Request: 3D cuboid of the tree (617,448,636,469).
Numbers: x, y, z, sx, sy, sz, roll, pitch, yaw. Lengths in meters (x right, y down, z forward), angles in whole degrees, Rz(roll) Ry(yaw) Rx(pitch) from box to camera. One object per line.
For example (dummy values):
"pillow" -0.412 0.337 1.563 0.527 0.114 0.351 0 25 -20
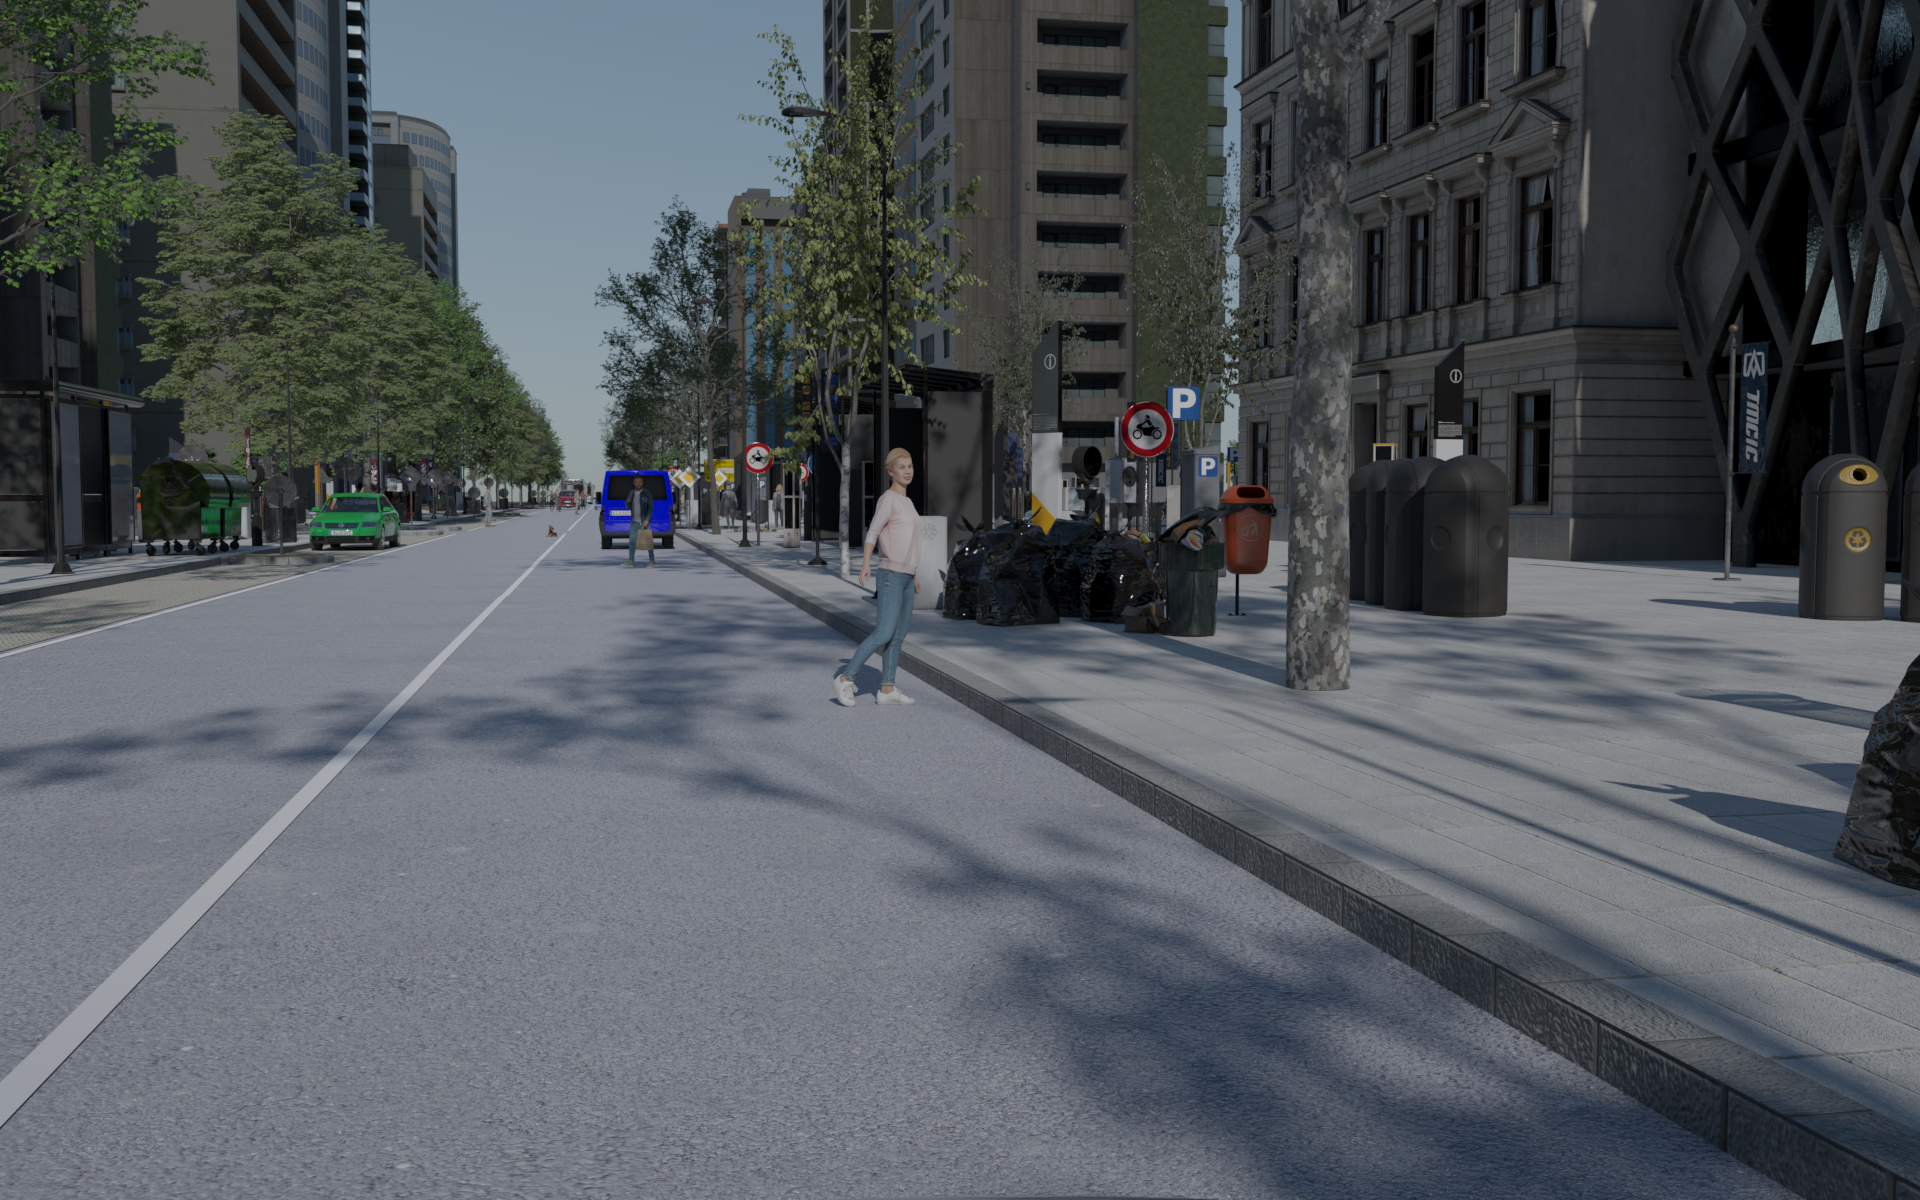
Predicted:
"tree" -35.395 -14.826 192.765 4.737 8.622 4.395 0 3 0

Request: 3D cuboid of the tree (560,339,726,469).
"tree" -22.019 -13.446 130.209 12.009 13.543 11.850 0 3 0

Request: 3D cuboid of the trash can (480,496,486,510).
"trash can" -37.344 -7.609 136.063 0.748 1.137 0.748 0 3 0

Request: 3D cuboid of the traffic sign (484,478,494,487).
"traffic sign" -36.771 -8.263 135.199 0.768 2.556 0.104 -1 4 -9

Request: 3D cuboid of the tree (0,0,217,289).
"tree" -13.221 -5.831 21.086 9.928 11.665 9.643 0 3 0

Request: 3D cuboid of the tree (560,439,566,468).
"tree" -61.551 -20.578 254.573 7.486 12.596 7.792 0 3 0

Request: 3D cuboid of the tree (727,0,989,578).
"tree" -1.689 -4.657 26.506 4.737 8.622 4.395 0 3 0

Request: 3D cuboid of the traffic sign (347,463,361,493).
"traffic sign" -23.909 -4.153 68.002 0.768 2.556 0.104 0 4 -6

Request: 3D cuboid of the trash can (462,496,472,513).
"trash can" -33.112 -6.414 116.525 0.748 1.137 0.748 0 3 0

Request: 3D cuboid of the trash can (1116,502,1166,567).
"trash can" 3.258 -1.159 30.606 0.748 1.137 0.748 0 3 0

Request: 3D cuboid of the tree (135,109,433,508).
"tree" -20.821 -8.205 52.286 7.486 12.596 7.792 0 3 0

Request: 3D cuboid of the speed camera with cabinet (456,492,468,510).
"speed camera with cabinet" -39.881 -8.756 137.497 2.038 3.252 0.660 1 4 20

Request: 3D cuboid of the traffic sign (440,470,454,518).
"traffic sign" -27.574 -5.688 93.097 0.768 2.556 0.104 -1 4 -10

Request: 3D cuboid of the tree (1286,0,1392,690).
"tree" 1.450 -9.409 9.719 12.611 20.169 13.585 0 3 0

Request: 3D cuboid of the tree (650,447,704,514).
"tree" -18.212 -7.812 111.440 4.285 4.588 4.351 0 3 0

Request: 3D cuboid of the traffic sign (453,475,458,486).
"traffic sign" -33.843 -7.054 115.443 0.768 2.556 0.104 -1 4 -10

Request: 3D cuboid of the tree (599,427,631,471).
"tree" -46.602 -19.474 244.147 9.928 11.665 9.643 0 3 0

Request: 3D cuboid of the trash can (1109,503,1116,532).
"trash can" 4.734 -2.576 53.764 0.748 1.137 0.748 0 3 0

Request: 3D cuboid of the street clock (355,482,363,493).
"street clock" -37.431 -6.320 107.895 0.358 2.002 0.471 2 4 28

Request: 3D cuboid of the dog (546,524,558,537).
"dog" -13.742 -2.315 58.051 0.550 0.427 0.748 0 4 8

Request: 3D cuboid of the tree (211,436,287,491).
"tree" -38.481 -6.816 95.152 4.285 4.588 4.351 0 3 0

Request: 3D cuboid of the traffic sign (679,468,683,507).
"traffic sign" -13.842 -5.209 85.269 0.768 2.556 0.104 0 4 -4

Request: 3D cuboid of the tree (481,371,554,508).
"tree" -40.902 -14.462 154.575 7.486 12.596 7.792 0 3 0

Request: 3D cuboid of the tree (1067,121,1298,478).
"tree" 5.057 -5.196 35.325 4.360 8.622 3.978 0 3 0

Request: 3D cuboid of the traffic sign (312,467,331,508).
"traffic sign" -30.567 -5.074 82.962 0.884 2.594 0.081 0 4 -4

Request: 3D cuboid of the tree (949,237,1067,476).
"tree" 1.918 -6.025 48.873 4.360 8.622 3.978 0 3 0

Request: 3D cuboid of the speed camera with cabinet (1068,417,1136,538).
"speed camera with cabinet" 3.640 -3.033 43.931 2.038 3.252 0.660 -3 5 -42

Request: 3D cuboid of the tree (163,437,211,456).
"tree" -44.527 -7.142 100.477 4.285 4.588 4.351 0 3 0

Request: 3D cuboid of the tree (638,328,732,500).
"tree" -11.717 -7.561 73.989 4.360 8.622 3.978 0 3 0

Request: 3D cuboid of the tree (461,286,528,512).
"tree" -25.647 -9.563 82.107 9.928 11.665 9.643 0 3 0

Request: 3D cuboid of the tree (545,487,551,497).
"tree" -65.577 -19.859 275.048 4.737 8.622 4.395 0 3 0

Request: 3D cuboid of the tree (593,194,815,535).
"tree" -8.050 -7.347 54.535 7.601 10.594 8.767 0 4 -2

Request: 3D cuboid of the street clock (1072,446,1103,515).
"street clock" 1.915 -1.319 26.139 0.358 2.002 0.471 3 5 43

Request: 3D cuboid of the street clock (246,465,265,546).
"street clock" -17.292 -2.324 42.562 0.471 2.002 0.358 3 4 36

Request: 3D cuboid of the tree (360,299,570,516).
"tree" -29.702 -11.214 100.349 9.611 12.733 9.660 0 3 0

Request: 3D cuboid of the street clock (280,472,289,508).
"street clock" -22.344 -3.215 57.130 0.471 2.002 0.358 2 4 34

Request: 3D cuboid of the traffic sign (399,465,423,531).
"traffic sign" -19.036 -3.452 60.090 0.795 2.450 0.064 -1 4 -12

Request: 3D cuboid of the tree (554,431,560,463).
"tree" -50.697 -17.121 198.060 7.486 12.596 7.792 0 3 0

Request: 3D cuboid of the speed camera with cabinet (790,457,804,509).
"speed camera with cabinet" -7.676 -5.586 85.661 2.038 3.252 0.660 2 4 28

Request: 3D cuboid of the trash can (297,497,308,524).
"trash can" -28.609 -3.869 74.912 0.748 1.137 0.748 0 3 0

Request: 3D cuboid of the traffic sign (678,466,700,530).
"traffic sign" -9.682 -3.568 61.981 0.795 2.450 0.064 -1 4 -12

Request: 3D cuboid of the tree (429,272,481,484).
"tree" -24.607 -9.465 72.882 7.486 12.596 7.792 0 3 0

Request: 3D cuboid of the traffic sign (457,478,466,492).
"traffic sign" -40.487 -8.597 140.668 0.768 2.556 0.104 0 4 -4

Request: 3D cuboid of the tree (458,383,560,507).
"tree" -45.795 -16.118 173.903 12.009 13.543 11.850 0 3 0

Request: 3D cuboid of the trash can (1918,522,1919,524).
"trash can" 5.321 0.170 8.881 0.748 1.137 0.748 0 3 0

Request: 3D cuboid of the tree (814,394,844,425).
"tree" -8.772 -10.369 119.898 4.360 8.622 3.978 0 3 0

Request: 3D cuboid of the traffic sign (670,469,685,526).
"traffic sign" -11.286 -4.047 69.803 0.795 2.450 0.064 -1 4 -12

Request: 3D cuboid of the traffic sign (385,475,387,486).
"traffic sign" -30.556 -5.560 93.041 0.606 2.300 0.079 -1 4 -9

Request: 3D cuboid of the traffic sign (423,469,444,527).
"traffic sign" -20.641 -3.931 67.912 0.795 2.450 0.064 -1 4 -12

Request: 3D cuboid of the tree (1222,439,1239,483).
"tree" 14.548 -6.241 85.761 4.285 4.588 4.351 0 3 0
